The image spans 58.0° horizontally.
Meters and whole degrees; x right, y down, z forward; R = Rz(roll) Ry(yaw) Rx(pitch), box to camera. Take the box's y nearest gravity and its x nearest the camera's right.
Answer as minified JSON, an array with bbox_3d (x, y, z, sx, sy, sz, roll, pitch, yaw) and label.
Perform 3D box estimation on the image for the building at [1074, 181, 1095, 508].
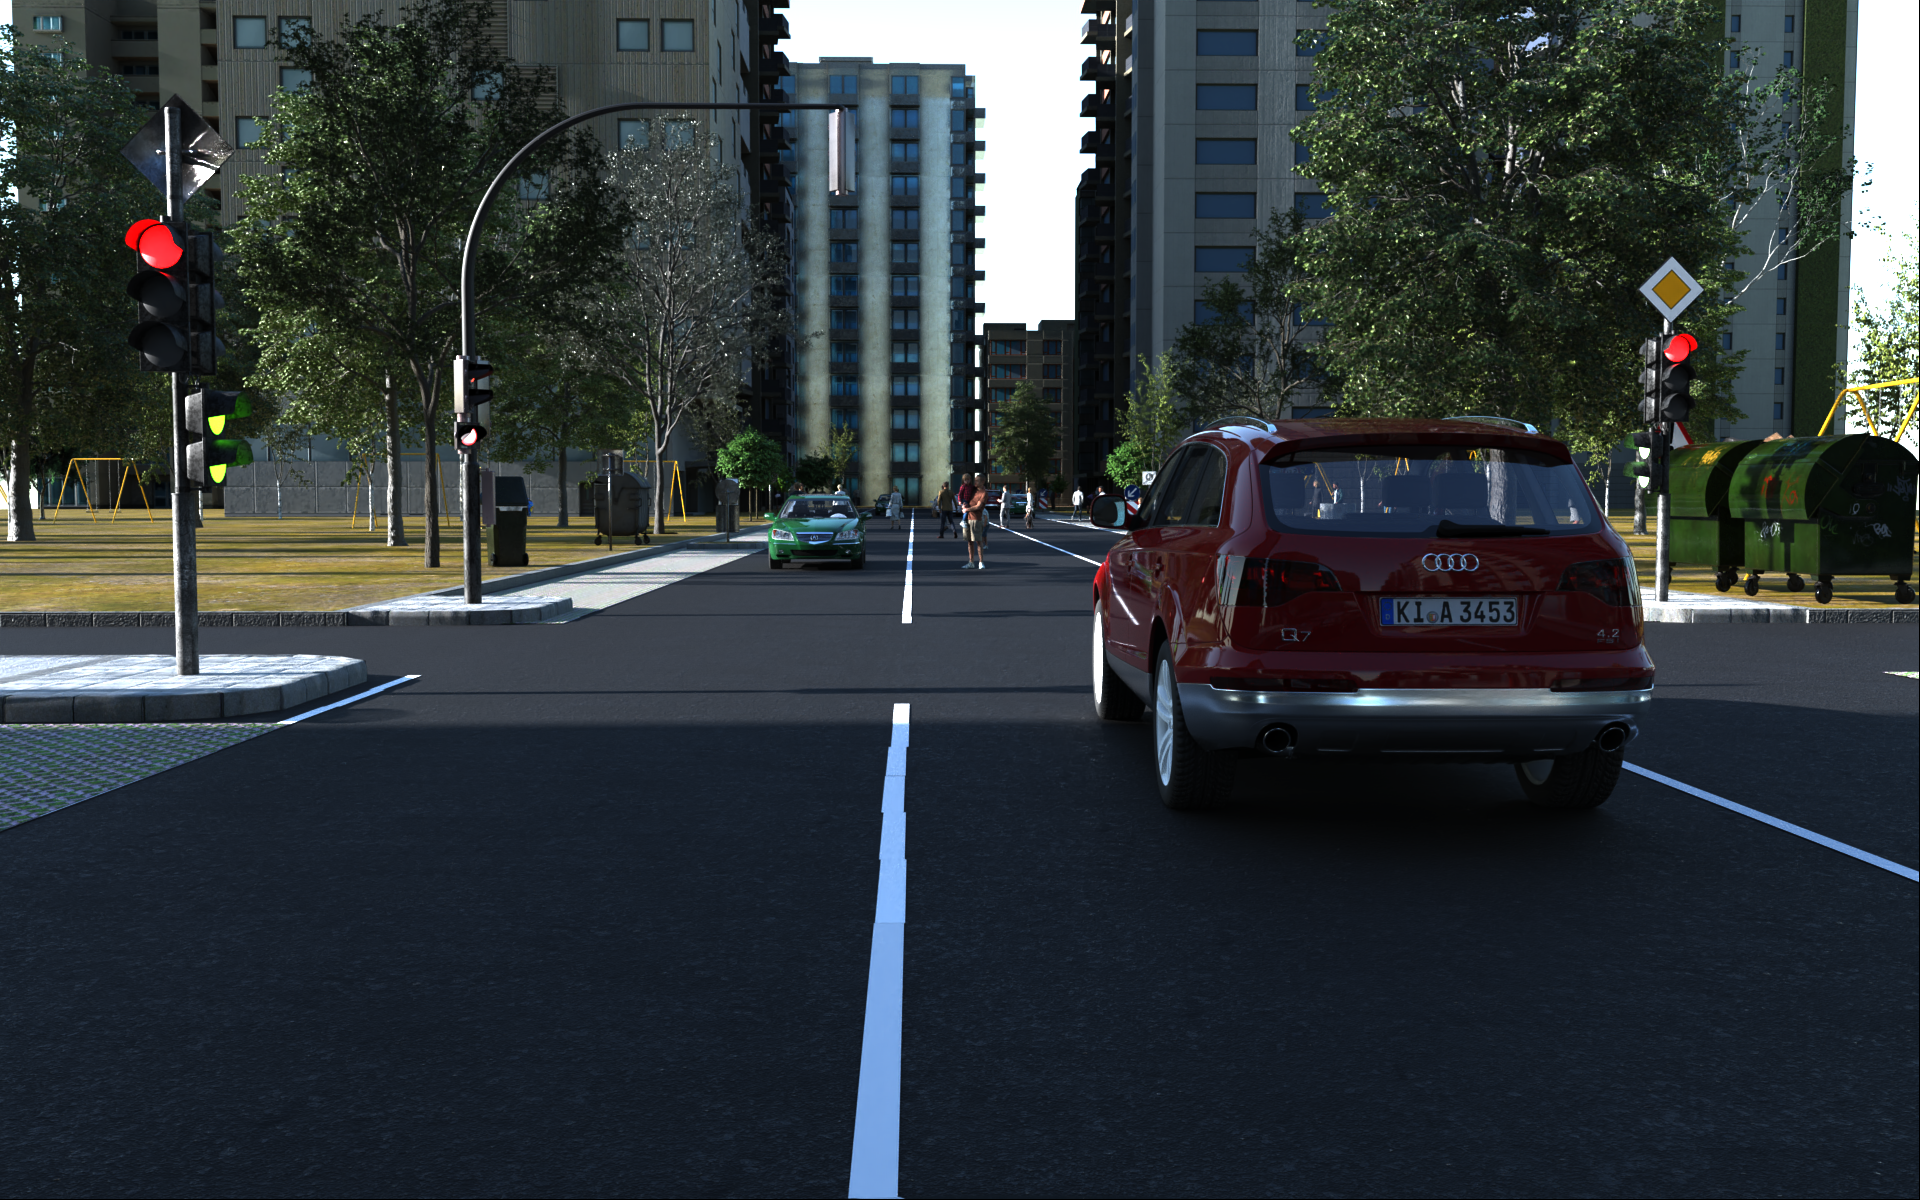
[{"bbox_3d":[17.523,-23.872,162.007,14.160,30.474,14.107,0,4,-2],"label":"building"}]

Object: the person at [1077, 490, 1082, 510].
[{"bbox_3d":[9.397,-7.927,136.583,0.436,1.711,0.756,-1,4,-20],"label":"person"}]

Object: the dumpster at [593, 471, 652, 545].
[{"bbox_3d":[-8.568,-2.333,43.897,1.264,1.857,1.865,0,4,-2],"label":"dumpster"}]

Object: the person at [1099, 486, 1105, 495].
[{"bbox_3d":[6.446,-4.250,78.255,0.850,1.792,0.678,-1,4,-22],"label":"person"}]

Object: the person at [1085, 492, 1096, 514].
[{"bbox_3d":[8.505,-6.349,113.088,0.697,1.427,0.421,0,4,-5],"label":"person"}]

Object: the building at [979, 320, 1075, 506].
[{"bbox_3d":[17.083,-21.524,196.948,28.899,21.520,27.650,0,4,-2],"label":"building"}]

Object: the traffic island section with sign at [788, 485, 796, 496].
[{"bbox_3d":[-6.793,-3.904,72.465,1.989,1.847,2.006,0,4,-2],"label":"traffic island section with sign"}]

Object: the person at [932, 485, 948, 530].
[{"bbox_3d":[-0.655,-3.656,68.388,0.709,1.813,0.853,-3,5,-41],"label":"person"}]

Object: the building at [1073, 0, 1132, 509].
[{"bbox_3d":[21.201,-29.688,140.027,22.147,44.769,28.867,0,4,-2],"label":"building"}]

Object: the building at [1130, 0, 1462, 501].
[{"bbox_3d":[21.582,-34.793,110.858,21.231,58.520,28.212,0,4,-2],"label":"building"}]

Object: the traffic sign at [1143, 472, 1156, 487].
[{"bbox_3d":[8.627,-4.697,78.929,0.606,2.300,0.079,0,4,5],"label":"traffic sign"}]

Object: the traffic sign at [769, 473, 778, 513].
[{"bbox_3d":[-9.179,-5.115,83.730,0.768,2.556,0.104,0,4,-1],"label":"traffic sign"}]

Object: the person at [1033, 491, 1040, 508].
[{"bbox_3d":[7.102,-9.408,160.673,0.445,1.727,0.742,3,5,39],"label":"person"}]

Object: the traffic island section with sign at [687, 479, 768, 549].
[{"bbox_3d":[-6.077,-2.256,45.519,1.989,1.847,2.006,0,4,-2],"label":"traffic island section with sign"}]

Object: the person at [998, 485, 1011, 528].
[{"bbox_3d":[1.877,-3.976,73.709,0.583,1.804,0.606,2,4,33],"label":"person"}]

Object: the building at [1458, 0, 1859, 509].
[{"bbox_3d":[63.482,-37.732,158.923,28.212,58.520,21.231,0,4,-2],"label":"building"}]

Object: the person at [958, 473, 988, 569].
[{"bbox_3d":[0.242,-1.520,33.320,0.580,1.828,0.573,0,4,-5],"label":"person"}]

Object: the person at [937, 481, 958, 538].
[{"bbox_3d":[-0.380,-2.917,56.099,0.836,1.842,0.656,3,5,44],"label":"person"}]

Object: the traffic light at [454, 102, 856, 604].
[{"bbox_3d":[-3.602,-2.790,20.284,4.771,5.953,1.251,0,4,-2],"label":"traffic light"}]

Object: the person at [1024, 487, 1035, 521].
[{"bbox_3d":[3.687,-5.099,92.219,0.624,1.780,0.694,0,4,-3],"label":"person"}]

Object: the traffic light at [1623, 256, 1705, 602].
[{"bbox_3d":[8.365,-1.936,20.582,0.839,4.253,0.868,0,4,-2],"label":"traffic light"}]

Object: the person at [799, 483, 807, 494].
[{"bbox_3d":[-5.240,-2.938,56.818,0.520,1.790,0.573,-1,4,-11],"label":"person"}]

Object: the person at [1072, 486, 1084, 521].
[{"bbox_3d":[6.235,-5.092,91.596,0.661,1.843,0.795,2,4,34],"label":"person"}]

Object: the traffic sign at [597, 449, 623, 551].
[{"bbox_3d":[-7.895,-2.261,39.095,0.606,2.300,0.079,0,4,7],"label":"traffic sign"}]

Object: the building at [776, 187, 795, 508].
[{"bbox_3d":[-22.484,-23.775,160.429,14.107,30.474,14.160,0,4,-2],"label":"building"}]

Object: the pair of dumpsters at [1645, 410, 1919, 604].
[{"bbox_3d":[10.434,-1.202,22.147,1.574,2.255,4.437,0,4,-1],"label":"pair of dumpsters"}]

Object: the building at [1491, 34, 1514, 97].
[{"bbox_3d":[42.171,-31.368,162.978,14.200,45.320,14.600,0,4,-2],"label":"building"}]

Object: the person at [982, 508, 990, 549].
[{"bbox_3d":[0.613,-1.950,45.062,0.352,1.250,0.332,2,4,33],"label":"person"}]

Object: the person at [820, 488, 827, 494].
[{"bbox_3d":[-11.243,-8.301,141.769,1.348,1.823,0.705,-1,4,-20],"label":"person"}]

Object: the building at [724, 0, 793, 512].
[{"bbox_3d":[-24.817,-29.454,136.200,22.147,44.769,28.867,0,4,-2],"label":"building"}]

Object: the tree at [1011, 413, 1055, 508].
[{"bbox_3d":[6.793,-12.583,156.100,4.737,8.622,4.395,0,3,0],"label":"tree"}]

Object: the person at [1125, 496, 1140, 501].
[{"bbox_3d":[7.525,-4.084,75.463,0.592,1.802,0.473,3,5,40],"label":"person"}]

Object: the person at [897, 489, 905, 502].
[{"bbox_3d":[-4.468,-7.013,123.256,1.348,1.812,0.705,-2,4,-35],"label":"person"}]

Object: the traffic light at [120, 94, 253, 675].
[{"bbox_3d":[-5.479,-1.425,12.212,0.839,4.253,0.868,0,4,-2],"label":"traffic light"}]

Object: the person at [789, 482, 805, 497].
[{"bbox_3d":[-4.536,-2.437,48.762,0.576,1.772,0.534,-2,4,-29],"label":"person"}]

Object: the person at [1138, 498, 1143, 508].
[{"bbox_3d":[6.632,-3.085,63.195,0.306,1.304,0.590,3,4,38],"label":"person"}]

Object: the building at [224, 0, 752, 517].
[{"bbox_3d":[-27.524,-31.713,107.746,28.713,52.752,27.495,0,4,-2],"label":"building"}]

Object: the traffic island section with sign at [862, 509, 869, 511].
[{"bbox_3d":[-8.819,-8.596,149.168,1.989,1.847,2.006,0,4,-2],"label":"traffic island section with sign"}]

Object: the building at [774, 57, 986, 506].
[{"bbox_3d":[-12.569,-35.047,192.620,30.456,49.044,23.786,0,4,-2],"label":"building"}]

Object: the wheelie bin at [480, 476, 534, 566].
[{"bbox_3d":[-8.135,-1.407,30.909,0.980,1.594,0.693,-2,4,-31],"label":"wheelie bin"}]

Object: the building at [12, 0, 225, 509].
[{"bbox_3d":[-68.974,-32.576,156.324,21.600,48.544,21.300,0,4,-2],"label":"building"}]

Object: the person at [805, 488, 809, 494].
[{"bbox_3d":[-11.007,-7.128,123.270,0.721,1.739,1.217,2,4,25],"label":"person"}]

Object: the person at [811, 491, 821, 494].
[{"bbox_3d":[-11.182,-7.862,134.592,1.348,1.824,0.705,0,4,2],"label":"person"}]

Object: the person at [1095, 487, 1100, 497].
[{"bbox_3d":[9.225,-6.635,115.253,1.217,1.736,0.721,-2,4,-28],"label":"person"}]

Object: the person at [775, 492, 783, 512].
[{"bbox_3d":[-12.628,-6.814,120.634,0.799,1.438,0.628,2,4,34],"label":"person"}]

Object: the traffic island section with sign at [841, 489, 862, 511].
[{"bbox_3d":[-8.109,-6.938,122.060,1.989,1.847,2.006,0,4,-2],"label":"traffic island section with sign"}]

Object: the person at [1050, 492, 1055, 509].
[{"bbox_3d":[7.695,-8.403,143.983,0.434,1.755,0.990,-1,4,-15],"label":"person"}]

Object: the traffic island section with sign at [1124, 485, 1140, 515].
[{"bbox_3d":[7.026,-3.917,72.678,1.989,1.847,2.006,0,4,-2],"label":"traffic island section with sign"}]

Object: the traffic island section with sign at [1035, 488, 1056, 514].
[{"bbox_3d":[5.713,-6.960,122.416,1.989,1.847,2.006,0,4,-2],"label":"traffic island section with sign"}]

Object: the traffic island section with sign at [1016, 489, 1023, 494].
[{"bbox_3d":[4.986,-8.626,149.657,1.989,1.847,2.006,0,4,-2],"label":"traffic island section with sign"}]

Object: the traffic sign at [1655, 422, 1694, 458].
[{"bbox_3d":[10.549,-1.576,25.779,0.884,2.594,0.081,0,4,6],"label":"traffic sign"}]

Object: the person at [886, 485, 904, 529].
[{"bbox_3d":[-2.631,-3.759,70.305,0.694,1.780,0.624,-1,4,-13],"label":"person"}]

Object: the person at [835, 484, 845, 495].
[{"bbox_3d":[-5.042,-3.979,73.438,0.818,1.842,0.514,2,4,35],"label":"person"}]
